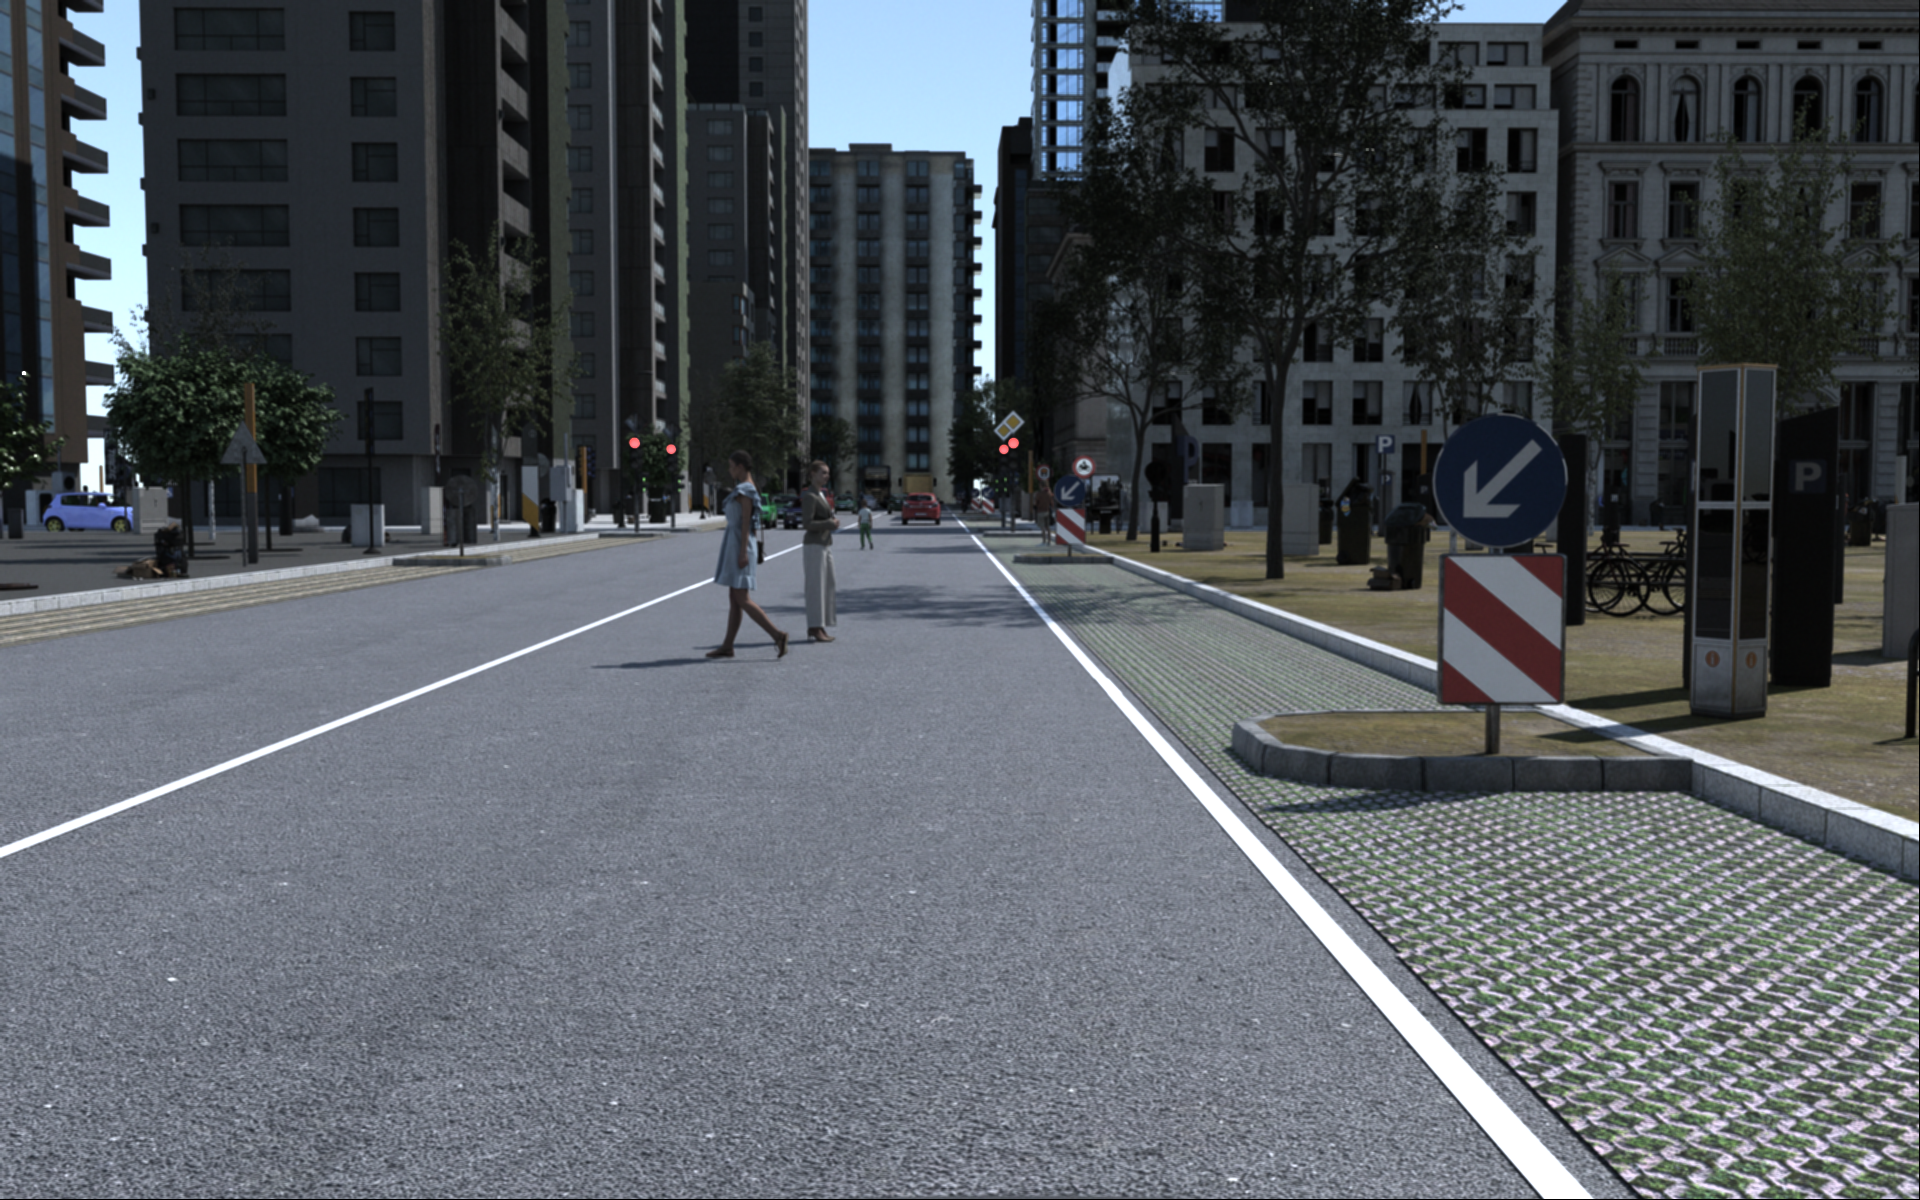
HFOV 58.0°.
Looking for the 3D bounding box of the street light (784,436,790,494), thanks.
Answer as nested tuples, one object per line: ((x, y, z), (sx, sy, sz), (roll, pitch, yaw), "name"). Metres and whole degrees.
((-13.247, -10.000, 136.037), (1.470, 5.913, 1.316), (0, 4, -1), "street light")

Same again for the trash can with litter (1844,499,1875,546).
((21.968, -1.916, 42.716), (0.624, 1.170, 1.055), (-2, 4, -32), "trash can with litter")

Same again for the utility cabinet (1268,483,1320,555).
((6.966, -1.679, 36.135), (0.318, 1.500, 1.173), (-2, 4, -35), "utility cabinet")

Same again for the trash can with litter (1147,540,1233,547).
((5.697, -1.932, 42.644), (2.233, 1.210, 1.678), (0, 4, 1), "trash can with litter")

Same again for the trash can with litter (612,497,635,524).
((-14.357, -3.836, 74.112), (1.055, 1.170, 0.624), (0, 4, -4), "trash can with litter")

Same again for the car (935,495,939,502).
((-3.335, -10.986, 191.980), (2.083, 1.381, 4.827), (0, 4, 1), "car")

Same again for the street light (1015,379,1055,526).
((3.107, -5.950, 69.828), (1.470, 5.913, 1.316), (0, 4, -1), "street light")

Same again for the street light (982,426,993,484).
((2.389, -8.873, 117.613), (1.470, 5.913, 1.316), (0, 4, -1), "street light")

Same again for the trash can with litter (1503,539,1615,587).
((8.067, -0.785, 23.898), (2.233, 1.210, 1.678), (0, 4, 4), "trash can with litter")

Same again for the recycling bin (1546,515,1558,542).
((16.172, -2.066, 46.336), (0.722, 1.027, 0.722), (0, 4, -8), "recycling bin")

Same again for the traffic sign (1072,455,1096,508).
((4.077, -3.476, 56.945), (0.768, 2.556, 0.104), (0, 4, 3), "traffic sign")

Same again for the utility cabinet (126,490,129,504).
((-39.541, -4.511, 82.433), (0.318, 1.500, 1.173), (-2, 4, -25), "utility cabinet")

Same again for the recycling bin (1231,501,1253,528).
((10.687, -3.247, 65.641), (0.722, 1.027, 0.722), (1, 4, 21), "recycling bin")

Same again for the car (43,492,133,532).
((-30.928, -3.228, 62.365), (3.694, 1.707, 1.945), (0, 4, 0), "car")

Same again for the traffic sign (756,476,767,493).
((-14.014, -7.464, 122.148), (0.768, 2.556, 0.104), (0, 4, 5), "traffic sign")

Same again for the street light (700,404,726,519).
((-12.717, -7.127, 89.062), (1.470, 5.913, 1.316), (0, 4, -1), "street light")

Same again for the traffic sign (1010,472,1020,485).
((3.001, -5.923, 96.939), (0.768, 2.556, 0.104), (0, 4, 1), "traffic sign")

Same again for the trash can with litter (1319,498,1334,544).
((9.202, -2.022, 44.444), (0.624, 1.170, 1.055), (0, 4, -6), "trash can with litter")

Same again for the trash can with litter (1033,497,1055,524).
((3.715, -3.909, 75.303), (1.055, 1.170, 0.624), (1, 4, 23), "trash can with litter")

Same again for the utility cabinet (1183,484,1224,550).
((5.517, -1.874, 39.326), (0.318, 1.500, 1.173), (-2, 4, -28), "utility cabinet")

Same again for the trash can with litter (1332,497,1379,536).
((12.777, -2.639, 54.203), (2.233, 1.210, 1.678), (1, 4, 10), "trash can with litter")

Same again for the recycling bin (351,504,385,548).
((-14.327, -1.796, 41.911), (0.722, 1.027, 0.722), (-1, 4, -15), "recycling bin")

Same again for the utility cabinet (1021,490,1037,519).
((3.619, -4.736, 86.117), (1.173, 1.500, 0.318), (2, 4, 33), "utility cabinet")

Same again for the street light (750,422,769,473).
((-13.051, -8.548, 112.306), (1.470, 5.913, 1.316), (0, 4, -1), "street light")

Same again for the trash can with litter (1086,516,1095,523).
((5.585, -4.051, 77.620), (1.055, 1.170, 0.624), (2, 4, 35), "trash can with litter")

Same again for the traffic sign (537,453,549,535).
((-13.042, -3.261, 53.423), (0.768, 2.556, 0.104), (1, 4, 8), "traffic sign")

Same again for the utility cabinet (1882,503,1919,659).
((7.607, -0.169, 13.933), (0.306, 1.237, 1.020), (2, 4, 30), "utility cabinet")

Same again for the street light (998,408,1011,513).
((2.729, -7.385, 93.282), (1.470, 5.913, 1.316), (0, 4, -1), "street light")

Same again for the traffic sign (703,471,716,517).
((-13.726, -5.790, 94.778), (0.768, 2.556, 0.104), (0, 4, 1), "traffic sign")

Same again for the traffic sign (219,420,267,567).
((-12.622, -1.865, 30.493), (0.884, 2.594, 0.081), (0, 4, 7), "traffic sign")

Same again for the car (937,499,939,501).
((-2.619, -7.629, 136.731), (2.014, 1.417, 4.499), (0, 4, -1), "car")

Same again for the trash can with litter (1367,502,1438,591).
((5.927, -0.726, 23.264), (0.624, 1.170, 1.055), (3, 4, 39), "trash can with litter")

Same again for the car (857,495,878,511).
((-8.259, -8.537, 151.944), (2.083, 1.381, 4.827), (0, 4, -1), "car")

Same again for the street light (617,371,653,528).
((-12.331, -5.700, 65.742), (1.470, 5.913, 1.316), (0, 4, -1), "street light")

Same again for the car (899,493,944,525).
((-1.827, -4.440, 81.638), (2.155, 1.783, 4.494), (0, 4, -1), "car")

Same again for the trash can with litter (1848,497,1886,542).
((24.609, -2.229, 47.507), (1.678, 1.210, 2.233), (-2, 4, -30), "trash can with litter")

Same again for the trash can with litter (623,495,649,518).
((-17.186, -4.926, 91.595), (2.233, 1.210, 1.678), (0, 4, 3), "trash can with litter")

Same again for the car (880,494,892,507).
((-8.314, -11.573, 198.810), (1.945, 1.707, 3.694), (0, 4, 1), "car")

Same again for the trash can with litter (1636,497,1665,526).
((27.342, -3.497, 68.567), (1.055, 1.170, 0.624), (2, 4, 30), "trash can with litter")

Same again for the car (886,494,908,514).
((-4.278, -6.892, 124.475), (2.131, 1.459, 4.920), (0, 4, -1), "car")

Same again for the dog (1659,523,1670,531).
((25.006, -2.533, 61.601), (0.550, 0.427, 0.748), (1, 4, 14), "dog")

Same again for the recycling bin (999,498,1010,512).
((3.198, -6.748, 122.890), (0.722, 1.027, 0.722), (-1, 4, -12), "recycling bin")

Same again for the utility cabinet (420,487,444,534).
((-16.731, -2.830, 54.950), (0.318, 1.500, 1.173), (0, 4, 6), "utility cabinet")

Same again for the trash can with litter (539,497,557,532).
((-13.972, -2.870, 58.312), (0.624, 1.170, 1.055), (-2, 4, -30), "trash can with litter")

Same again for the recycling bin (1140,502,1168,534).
((6.304, -2.683, 56.426), (0.722, 1.027, 0.722), (-1, 4, -16), "recycling bin")

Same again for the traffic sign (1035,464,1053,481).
((3.549, -4.464, 73.098), (0.768, 2.556, 0.104), (0, 4, 4), "traffic sign")
